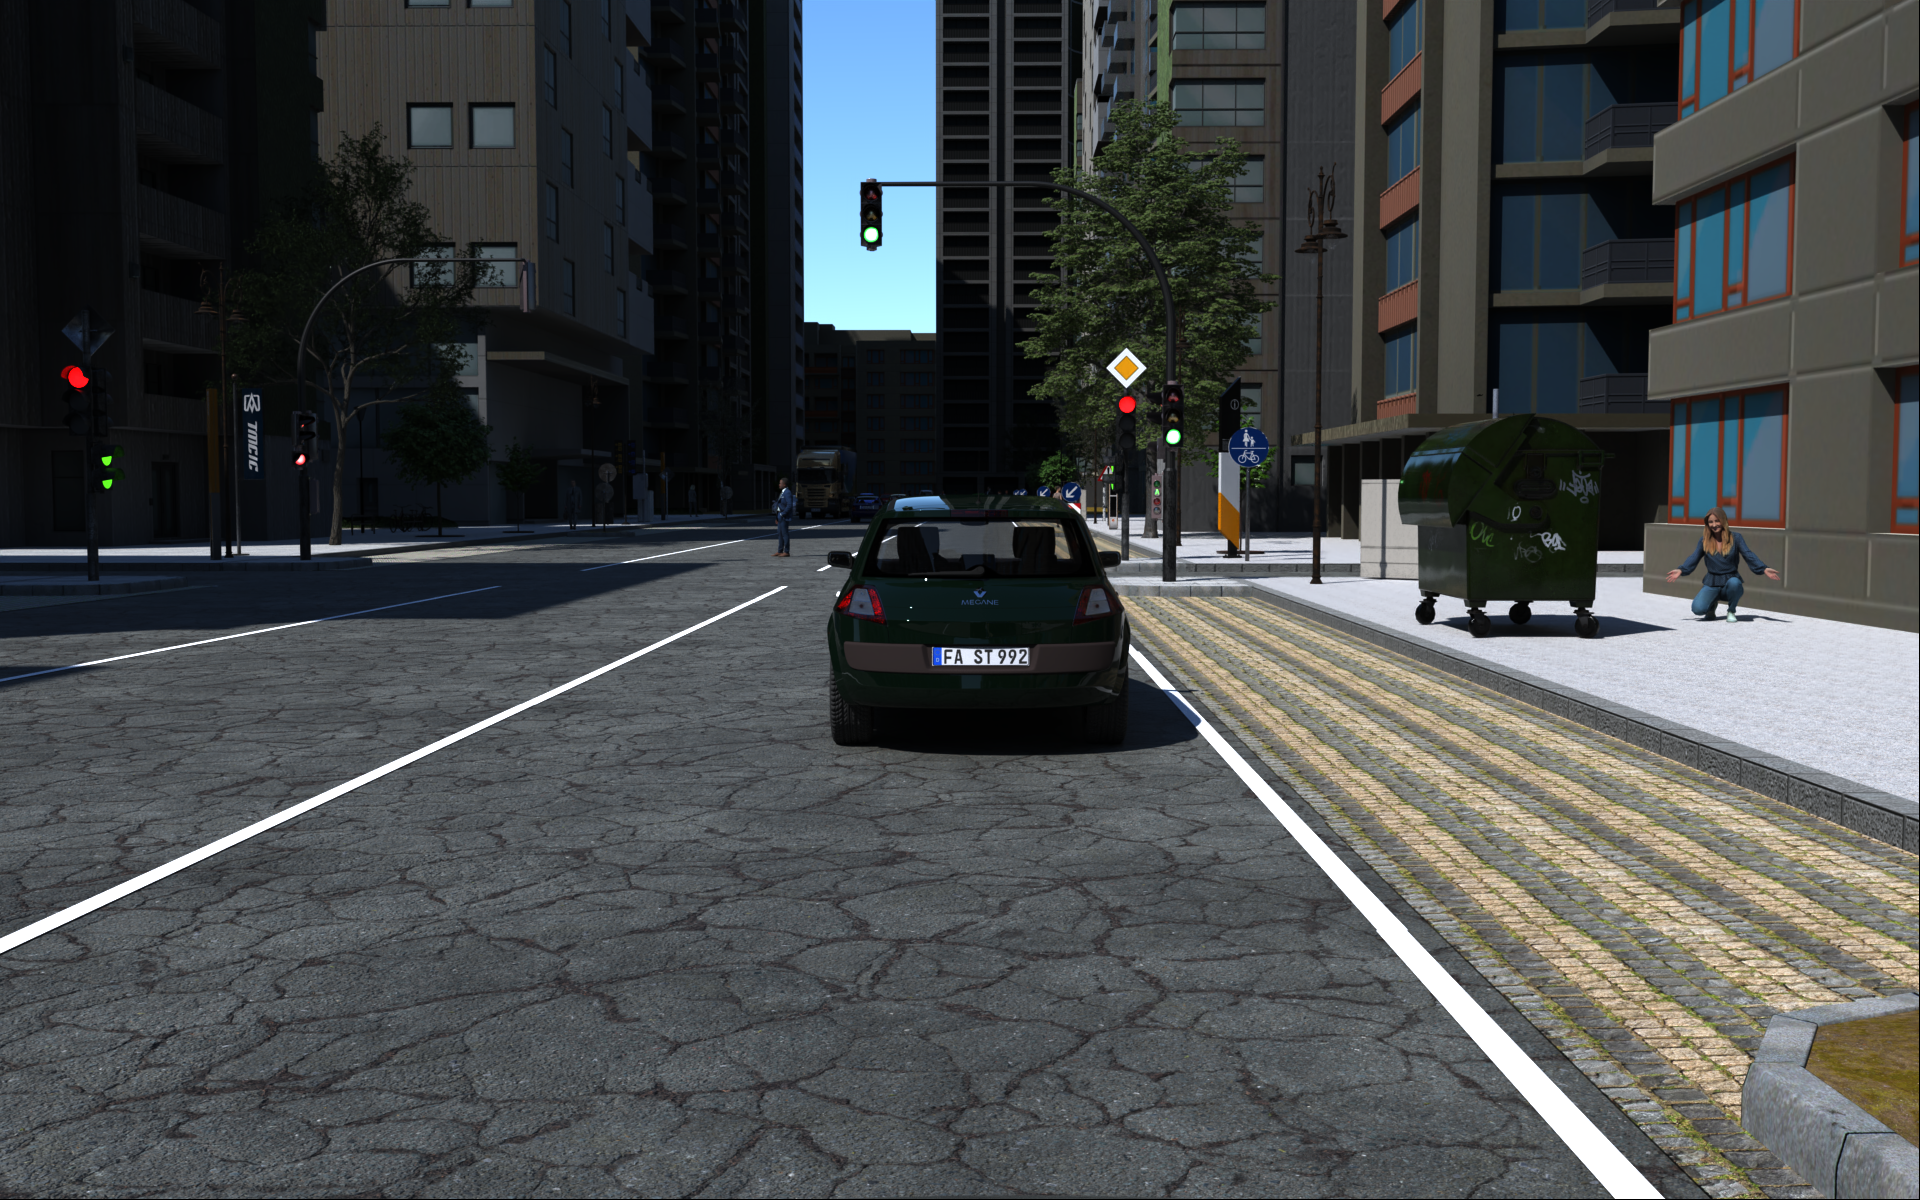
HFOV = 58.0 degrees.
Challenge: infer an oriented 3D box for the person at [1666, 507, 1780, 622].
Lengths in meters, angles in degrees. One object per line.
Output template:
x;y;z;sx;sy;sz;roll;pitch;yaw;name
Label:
7.710;-0.358;17.387;1.012;1.151;0.738;3;4;36;person

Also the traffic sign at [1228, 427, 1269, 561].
5.491;-2.013;33.025;0.768;2.556;0.104;0;4;3;traffic sign

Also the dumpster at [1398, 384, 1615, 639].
5.056;-0.835;16.151;1.502;2.255;1.985;0;4;1;dumpster

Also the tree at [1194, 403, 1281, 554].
6.132;-2.603;37.155;1.663;3.219;1.824;0;3;0;tree

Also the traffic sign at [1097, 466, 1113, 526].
6.021;-4.299;70.295;0.884;2.594;0.081;1;4;9;traffic sign

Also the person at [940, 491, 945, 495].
-1.427;-7.994;140.147;0.756;1.711;0.436;2;4;25;person

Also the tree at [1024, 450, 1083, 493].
7.216;-8.754;126.841;4.285;4.588;4.351;0;3;0;tree

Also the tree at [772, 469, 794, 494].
-14.158;-8.705;136.928;1.663;3.219;1.824;0;3;0;tree

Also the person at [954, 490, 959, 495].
-0.449;-10.156;174.182;1.348;1.869;0.705;3;5;41;person

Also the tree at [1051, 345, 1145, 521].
6.591;-8.027;81.606;4.360;8.622;3.978;0;3;0;tree

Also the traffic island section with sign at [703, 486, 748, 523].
-11.598;-4.726;85.894;1.989;1.847;2.006;0;4;1;traffic island section with sign

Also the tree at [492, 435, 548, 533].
-14.728;-3.840;57.384;1.663;3.219;1.824;0;3;0;tree

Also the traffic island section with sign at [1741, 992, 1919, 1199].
2.746;0.319;3.407;1.989;1.847;2.006;0;4;1;traffic island section with sign

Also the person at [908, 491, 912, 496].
-3.930;-7.951;139.325;0.721;1.723;1.217;-1;4;-9;person

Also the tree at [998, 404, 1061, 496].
7.437;-15.063;180.693;7.601;10.594;8.767;0;4;7;tree

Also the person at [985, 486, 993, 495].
1.731;-6.077;107.226;0.648;1.900;0.474;0;4;-3;person

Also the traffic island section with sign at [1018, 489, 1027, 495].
4.029;-4.732;85.989;1.989;1.847;2.006;0;4;1;traffic island section with sign

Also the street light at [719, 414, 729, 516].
-13.591;-7.758;99.629;0.468;5.910;1.993;0;4;1;street light

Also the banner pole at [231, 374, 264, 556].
-14.857;-2.817;36.079;0.863;3.779;0.401;1;4;12;banner pole

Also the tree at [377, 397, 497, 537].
-15.707;-4.181;52.067;4.285;4.588;4.351;0;3;0;tree

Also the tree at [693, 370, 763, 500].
-14.084;-9.392;103.921;4.360;8.622;3.978;0;3;0;tree

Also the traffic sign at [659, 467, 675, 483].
-14.098;-5.109;83.267;0.795;2.593;0.064;0;4;8;traffic sign

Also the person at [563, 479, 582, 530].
-14.000;-3.450;62.552;0.694;1.812;0.767;0;4;0;person

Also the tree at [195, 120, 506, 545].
-15.336;-6.646;43.076;7.601;10.594;8.767;0;4;7;tree

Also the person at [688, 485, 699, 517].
-14.951;-5.550;96.974;0.537;1.800;0.526;3;4;37;person

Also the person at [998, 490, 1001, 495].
3.168;-8.031;140.616;0.445;1.727;0.742;0;4;2;person

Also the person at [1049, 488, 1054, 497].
7.942;-8.982;152.840;1.348;1.831;0.705;-1;4;-17;person

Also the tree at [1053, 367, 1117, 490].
7.310;-9.255;101.684;4.737;8.622;4.395;0;3;0;tree

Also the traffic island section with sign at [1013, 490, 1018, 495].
5.219;-9.426;162.748;1.989;1.847;2.006;0;4;1;traffic island section with sign

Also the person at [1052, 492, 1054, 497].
9.893;-10.943;188.204;0.721;1.735;1.217;0;4;-3;person

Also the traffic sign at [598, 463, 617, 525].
-14.506;-4.352;71.258;0.768;2.556;0.104;0;4;5;traffic sign

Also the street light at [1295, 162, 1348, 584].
5.092;-3.168;24.578;0.468;5.910;1.993;0;4;1;street light

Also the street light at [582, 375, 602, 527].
-14.248;-5.774;67.186;0.468;5.910;1.993;0;4;1;street light

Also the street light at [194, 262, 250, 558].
-14.731;-3.788;34.721;0.468;5.910;1.993;0;4;1;street light

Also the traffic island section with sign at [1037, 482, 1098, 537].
3.598;-3.026;58.106;1.989;1.847;2.006;0;4;1;traffic island section with sign

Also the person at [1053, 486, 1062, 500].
4.254;-3.976;73.854;0.599;1.781;0.374;3;5;42;person

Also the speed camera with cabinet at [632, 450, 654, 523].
-14.367;-5.148;78.501;0.660;3.252;2.038;0;4;1;speed camera with cabinet

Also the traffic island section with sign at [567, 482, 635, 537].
-12.023;-3.035;58.250;1.989;1.847;2.006;0;4;1;traffic island section with sign

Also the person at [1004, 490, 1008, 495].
3.889;-8.083;141.195;0.617;1.759;0.750;-3;5;-40;person

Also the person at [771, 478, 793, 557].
-4.021;-1.889;39.564;0.419;1.800;0.721;-2;4;-25;person

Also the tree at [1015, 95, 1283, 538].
5.493;-8.095;50.478;7.486;12.596;7.792;0;3;0;tree

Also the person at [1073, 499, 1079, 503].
9.968;-8.702;148.766;0.683;1.767;0.568;0;4;-6;person
